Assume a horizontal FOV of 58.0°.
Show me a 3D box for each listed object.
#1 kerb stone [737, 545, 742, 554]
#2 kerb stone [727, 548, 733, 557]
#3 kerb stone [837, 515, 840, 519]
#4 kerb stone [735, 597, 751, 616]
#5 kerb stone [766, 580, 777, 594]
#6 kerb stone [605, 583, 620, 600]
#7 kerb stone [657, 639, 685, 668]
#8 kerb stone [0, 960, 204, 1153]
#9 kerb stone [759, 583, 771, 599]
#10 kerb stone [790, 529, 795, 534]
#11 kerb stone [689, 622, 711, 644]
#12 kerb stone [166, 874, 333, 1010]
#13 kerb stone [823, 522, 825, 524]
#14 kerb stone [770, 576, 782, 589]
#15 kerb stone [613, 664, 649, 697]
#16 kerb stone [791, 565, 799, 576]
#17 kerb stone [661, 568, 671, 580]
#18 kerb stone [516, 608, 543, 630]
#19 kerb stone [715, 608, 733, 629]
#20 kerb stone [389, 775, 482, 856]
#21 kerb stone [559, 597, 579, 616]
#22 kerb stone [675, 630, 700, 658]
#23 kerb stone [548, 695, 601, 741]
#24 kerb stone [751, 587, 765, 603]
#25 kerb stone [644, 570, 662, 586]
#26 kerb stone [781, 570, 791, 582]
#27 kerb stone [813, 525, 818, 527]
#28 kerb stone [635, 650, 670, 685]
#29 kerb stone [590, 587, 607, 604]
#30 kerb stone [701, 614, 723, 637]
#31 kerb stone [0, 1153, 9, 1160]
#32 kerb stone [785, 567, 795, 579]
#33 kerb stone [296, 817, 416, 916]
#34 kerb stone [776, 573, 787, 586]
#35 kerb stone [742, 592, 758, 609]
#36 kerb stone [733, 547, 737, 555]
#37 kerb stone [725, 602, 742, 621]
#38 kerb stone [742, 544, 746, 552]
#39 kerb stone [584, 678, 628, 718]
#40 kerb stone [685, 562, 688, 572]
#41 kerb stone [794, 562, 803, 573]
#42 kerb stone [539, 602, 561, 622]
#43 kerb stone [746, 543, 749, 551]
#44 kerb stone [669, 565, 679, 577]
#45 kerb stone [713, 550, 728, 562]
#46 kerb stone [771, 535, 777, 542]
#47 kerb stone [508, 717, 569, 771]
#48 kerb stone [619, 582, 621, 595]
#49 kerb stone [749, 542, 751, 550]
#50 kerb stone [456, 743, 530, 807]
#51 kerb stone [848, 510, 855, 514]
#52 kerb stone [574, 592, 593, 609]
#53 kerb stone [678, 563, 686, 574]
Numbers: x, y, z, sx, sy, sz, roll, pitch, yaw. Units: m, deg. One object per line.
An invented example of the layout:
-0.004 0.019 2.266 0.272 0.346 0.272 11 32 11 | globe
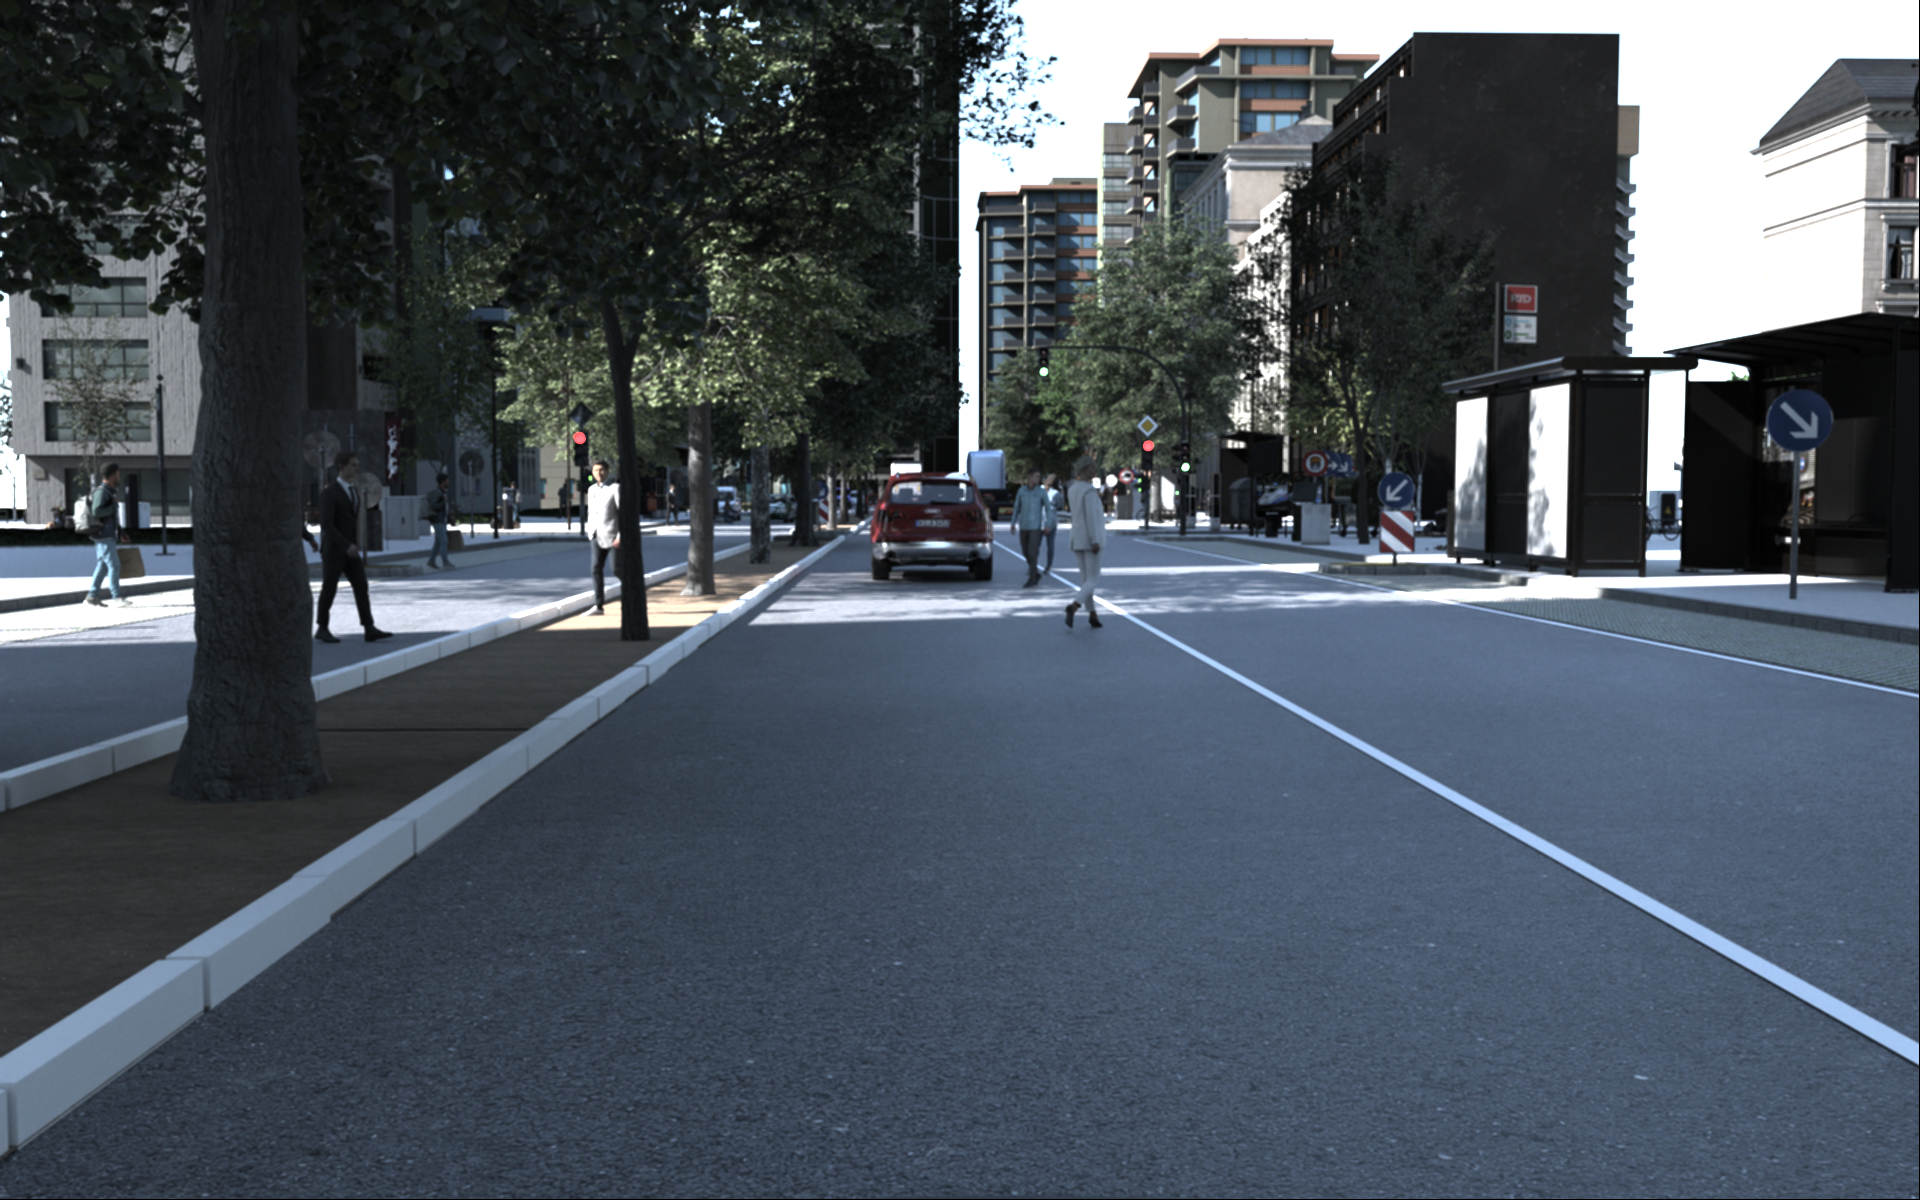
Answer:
-5.358 -1.157 41.134 0.120 0.150 1.000 0 4 -2 | kerb stone
-5.299 -1.032 39.087 0.120 0.150 1.000 0 4 -2 | kerb stone
-7.339 -5.137 106.191 0.120 0.150 1.000 0 4 -2 | kerb stone
-2.633 0.097 20.660 0.120 0.150 1.000 0 4 -2 | kerb stone
-2.755 -0.151 24.755 0.120 0.150 1.000 0 4 -2 | kerb stone
-4.824 -0.092 23.692 0.120 0.150 1.000 0 4 -2 | kerb stone
-2.448 0.470 14.518 0.120 0.150 1.000 0 4 -2 | kerb stone
-2.131 1.096 4.274 0.120 0.150 1.000 0 4 -2 | kerb stone
-2.726 -0.094 23.729 0.120 0.150 1.000 0 4 -2 | kerb stone
-6.025 -2.501 63.129 0.120 0.150 1.000 0 4 -2 | kerb stone
-2.521 0.350 16.561 0.120 0.150 1.000 0 4 -2 | kerb stone
-2.157 1.033 5.306 0.120 0.150 1.000 0 4 -2 | kerb stone
-6.584 -3.631 81.584 0.120 0.150 1.000 0 4 -2 | kerb stone
-2.791 -0.219 25.784 0.120 0.150 1.000 0 4 -2 | kerb stone
-2.393 0.606 12.476 0.120 0.150 1.000 0 4 -2 | kerb stone
-2.921 -0.471 29.896 0.120 0.150 1.000 0 4 -2 | kerb stone
-4.983 -0.402 28.815 0.120 0.150 1.000 0 4 -2 | kerb stone
-4.670 0.222 18.569 0.120 0.150 1.000 0 4 -2 | kerb stone
-2.574 0.219 18.610 0.120 0.150 1.000 0 4 -2 | kerb stone
-2.226 0.909 7.350 0.120 0.150 1.000 0 4 -2 | kerb stone
-4.725 0.100 20.622 0.120 0.150 1.000 0 4 -2 | kerb stone
-2.475 0.407 15.540 0.120 0.150 1.000 0 4 -2 | kerb stone
-2.327 0.721 10.414 0.120 0.150 1.000 0 4 -2 | kerb stone
-2.695 -0.029 22.705 0.120 0.150 1.000 0 4 -2 | kerb stone
-4.951 -0.342 27.787 0.120 0.150 1.000 0 4 -2 | kerb stone
-2.855 -0.342 27.835 0.120 0.150 1.000 0 4 -2 | kerb stone
-6.482 -3.444 78.499 0.120 0.150 1.000 0 4 -2 | kerb stone
-2.410 0.532 13.497 0.120 0.150 1.000 0 4 -2 | kerb stone
-4.802 -0.029 22.669 0.120 0.150 1.000 0 4 -2 | kerb stone
-2.547 0.282 17.588 0.120 0.150 1.000 0 4 -2 | kerb stone
-2.109 1.165 3.253 0.120 0.150 1.000 0 4 -2 | kerb stone
-2.884 -0.406 28.868 0.120 0.150 1.000 0 4 -2 | kerb stone
-2.200 0.971 6.327 0.120 0.150 1.000 0 4 -2 | kerb stone
-2.814 -0.282 26.807 0.120 0.150 1.000 0 4 -2 | kerb stone
-2.665 0.031 21.681 0.120 0.150 1.000 0 4 -2 | kerb stone
-5.334 -1.096 40.113 0.120 0.150 1.000 0 4 -2 | kerb stone
-2.604 0.157 19.632 0.120 0.150 1.000 0 4 -2 | kerb stone
-5.383 -1.221 42.158 0.120 0.150 1.000 0 4 -2 | kerb stone
-2.354 0.658 11.442 0.120 0.150 1.000 0 4 -2 | kerb stone
-5.077 -0.593 31.886 0.120 0.150 1.000 0 4 -2 | kerb stone
-2.945 -0.533 30.920 0.120 0.150 1.000 0 4 -2 | kerb stone
-4.706 0.161 19.600 0.120 0.150 1.000 0 4 -2 | kerb stone
-5.419 -1.281 43.180 0.120 0.150 1.000 0 4 -2 | kerb stone
-5.014 -0.468 29.843 0.120 0.150 1.000 0 4 -2 | kerb stone
-5.265 -0.970 38.056 0.120 0.150 1.000 0 4 -2 | kerb stone
-5.728 -1.911 53.439 0.120 0.150 1.000 0 4 -2 | kerb stone
-2.293 0.787 9.393 0.120 0.150 1.000 0 4 -2 | kerb stone
-4.860 -0.152 24.717 0.120 0.150 1.000 0 4 -2 | kerb stone
-5.448 -1.346 44.203 0.120 0.150 1.000 0 4 -2 | kerb stone
-2.262 0.848 8.371 0.120 0.150 1.000 0 4 -2 | kerb stone
-7.985 -6.447 127.715 0.120 0.150 1.000 0 4 -2 | kerb stone
-4.770 0.035 21.648 0.120 0.150 1.000 0 4 -2 | kerb stone
-5.046 -0.528 30.864 0.120 0.150 1.000 0 4 -2 | kerb stone
